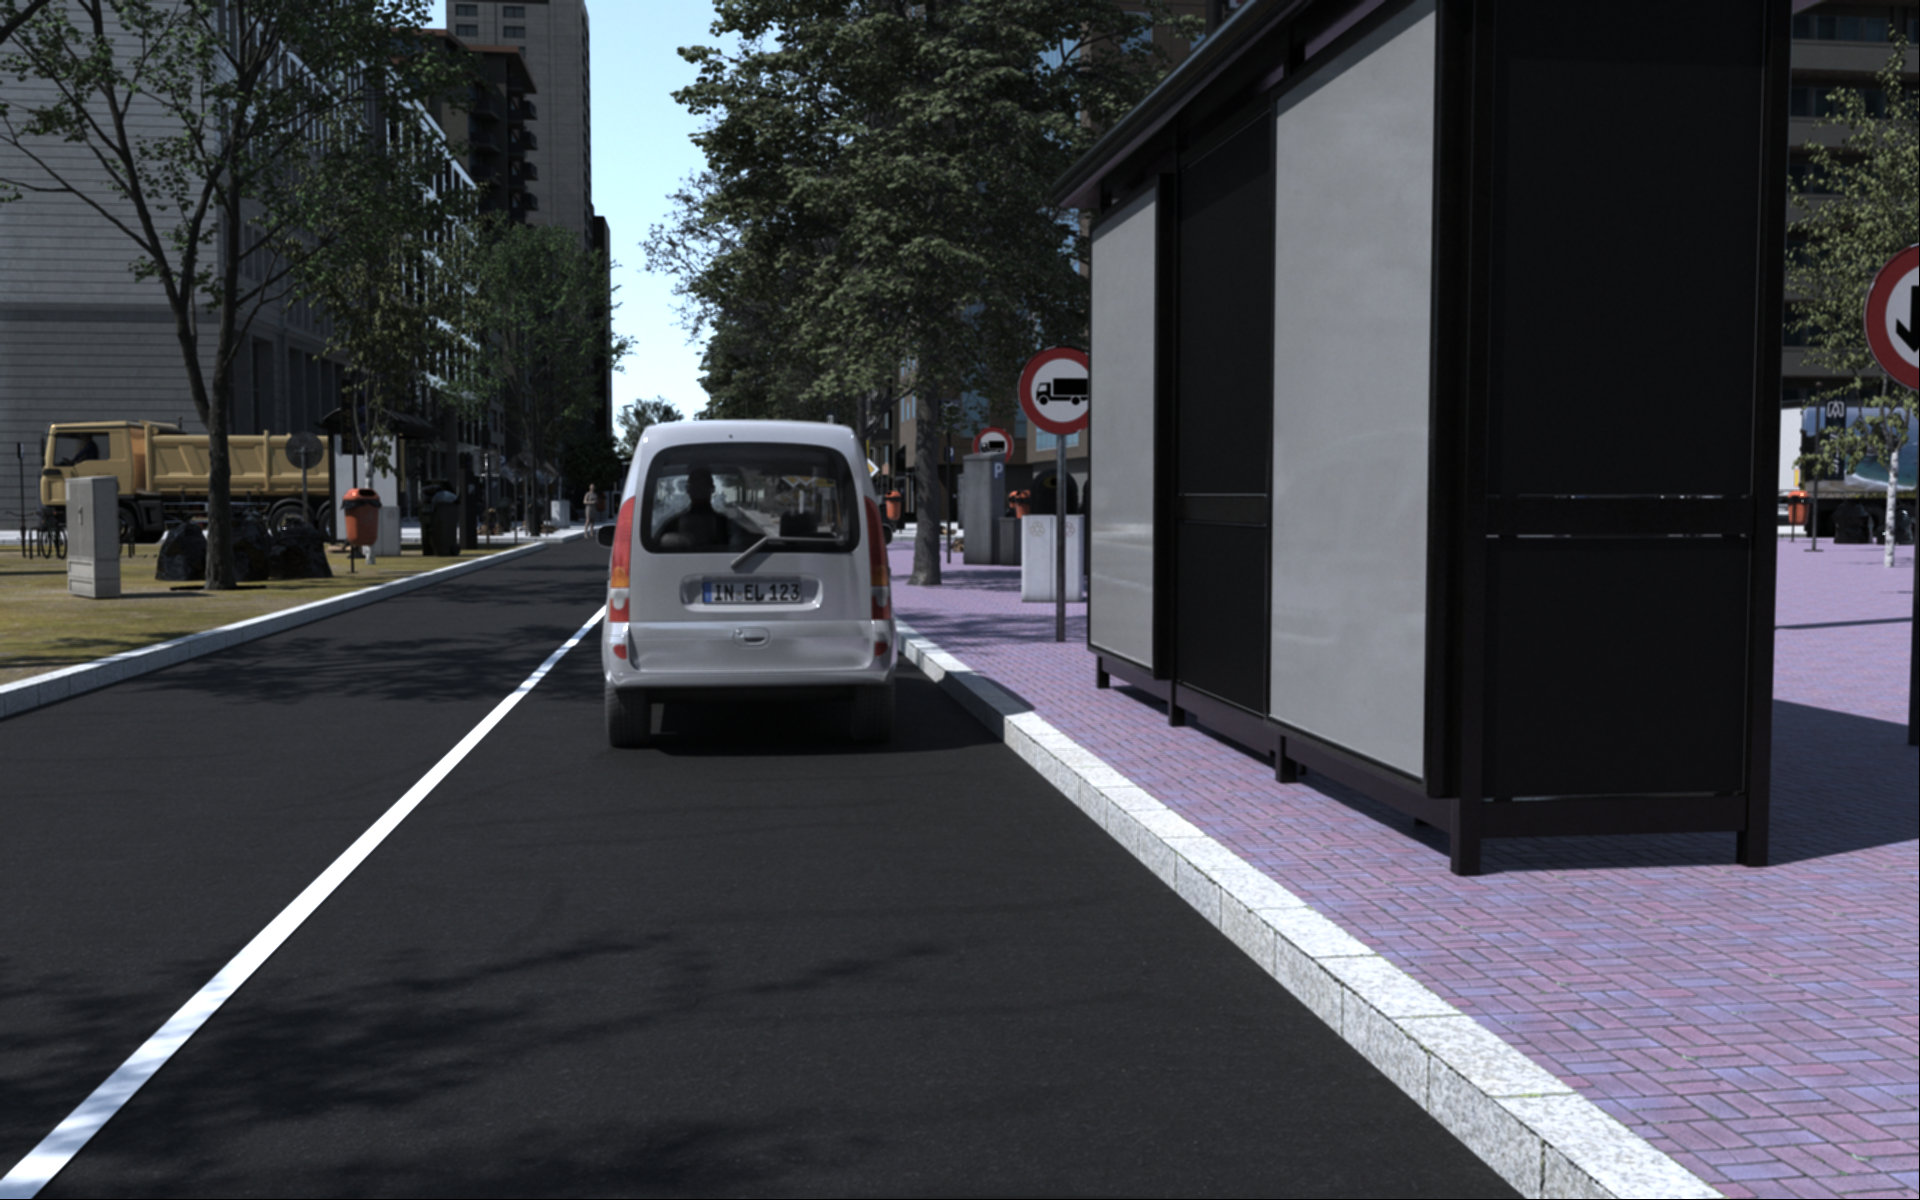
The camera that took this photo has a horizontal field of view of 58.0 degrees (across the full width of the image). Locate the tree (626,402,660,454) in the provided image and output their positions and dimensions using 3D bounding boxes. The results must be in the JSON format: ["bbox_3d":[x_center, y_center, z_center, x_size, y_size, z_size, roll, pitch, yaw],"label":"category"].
[{"bbox_3d":[-24.827,-11.465,137.807,4.360,8.622,3.978,0,3,0],"label":"tree"}]

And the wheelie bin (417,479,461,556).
[{"bbox_3d":[-10.793,-1.712,35.907,0.980,1.594,0.693,2,4,28],"label":"wheelie bin"}]

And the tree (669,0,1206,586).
[{"bbox_3d":[-0.385,-6.503,24.451,7.486,12.596,7.792,0,3,0],"label":"tree"}]

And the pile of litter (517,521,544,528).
[{"bbox_3d":[-16.426,-3.249,67.083,1.719,0.858,1.176,-3,5,-40],"label":"pile of litter"}]

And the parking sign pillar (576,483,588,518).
[{"bbox_3d":[-19.717,-6.324,91.868,1.447,3.967,1.447,1,4,19],"label":"parking sign pillar"}]

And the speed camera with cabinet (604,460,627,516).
[{"bbox_3d":[-19.762,-6.491,100.456,0.660,3.252,2.038,2,4,28],"label":"speed camera with cabinet"}]

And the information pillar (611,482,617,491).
[{"bbox_3d":[-21.046,-6.157,105.166,0.304,2.012,0.304,1,4,15],"label":"information pillar"}]

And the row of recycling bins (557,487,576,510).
[{"bbox_3d":[-24.105,-6.136,107.439,1.069,1.692,3.534,-2,4,-30],"label":"row of recycling bins"}]

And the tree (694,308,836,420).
[{"bbox_3d":[-12.216,-12.373,108.955,9.857,13.997,8.962,0,3,0],"label":"tree"}]

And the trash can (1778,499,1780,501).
[{"bbox_3d":[22.298,-2.223,47.999,0.748,1.137,0.748,0,3,0],"label":"trash can"}]

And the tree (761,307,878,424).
[{"bbox_3d":[-5.034,-6.713,60.125,4.360,8.622,3.978,0,3,0],"label":"tree"}]

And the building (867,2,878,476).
[{"bbox_3d":[-0.907,-45.538,182.796,20.563,71.187,20.611,0,4,-8],"label":"building"}]

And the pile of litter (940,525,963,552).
[{"bbox_3d":[0.311,-1.519,38.805,1.719,0.858,1.176,-3,4,-37],"label":"pile of litter"}]

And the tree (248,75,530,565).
[{"bbox_3d":[-10.514,-4.955,31.371,4.737,8.622,4.395,0,3,0],"label":"tree"}]

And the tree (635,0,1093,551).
[{"bbox_3d":[-2.124,-7.872,39.085,12.009,13.543,11.850,0,3,0],"label":"tree"}]

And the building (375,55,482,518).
[{"bbox_3d":[-41.542,-18.420,105.682,19.350,26.468,34.151,0,4,-8],"label":"building"}]

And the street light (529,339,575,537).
[{"bbox_3d":[-12.239,-4.859,51.991,1.470,5.913,1.316,0,4,-8],"label":"street light"}]

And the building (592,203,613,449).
[{"bbox_3d":[-61.629,-37.881,269.472,14.600,45.320,14.200,0,4,-8],"label":"building"}]

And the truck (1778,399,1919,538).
[{"bbox_3d":[30.257,-3.921,53.017,11.283,4.237,2.839,0,4,-7],"label":"truck"}]

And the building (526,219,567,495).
[{"bbox_3d":[-65.500,-32.778,227.794,32.217,40.220,23.993,0,4,-8],"label":"building"}]

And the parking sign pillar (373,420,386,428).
[{"bbox_3d":[-18.643,-4.042,54.554,1.447,3.967,1.447,0,4,4],"label":"parking sign pillar"}]

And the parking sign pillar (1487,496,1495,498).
[{"bbox_3d":[36.090,-7.946,118.384,1.447,3.967,1.447,-1,4,-8],"label":"parking sign pillar"}]

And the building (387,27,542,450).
[{"bbox_3d":[-52.314,-31.276,165.979,22.147,44.769,28.867,0,4,-8],"label":"building"}]

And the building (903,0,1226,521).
[{"bbox_3d":[4.443,-26.860,89.272,14.600,45.320,14.200,0,4,-8],"label":"building"}]

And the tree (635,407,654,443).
[{"bbox_3d":[-27.244,-11.921,145.268,4.737,8.622,4.395,0,3,0],"label":"tree"}]

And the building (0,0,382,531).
[{"bbox_3d":[-33.490,-18.164,74.470,11.434,29.767,29.804,0,4,-8],"label":"building"}]

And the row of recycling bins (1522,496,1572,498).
[{"bbox_3d":[27.078,-4.426,79.482,3.534,1.692,1.069,-2,4,-26],"label":"row of recycling bins"}]

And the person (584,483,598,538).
[{"bbox_3d":[-12.003,-2.909,56.401,0.374,1.781,0.599,3,5,44],"label":"person"}]

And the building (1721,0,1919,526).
[{"bbox_3d":[39.872,-27.872,79.409,21.600,48.544,21.300,0,4,-8],"label":"building"}]

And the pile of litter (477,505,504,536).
[{"bbox_3d":[-14.825,-2.438,53.825,1.176,0.858,1.719,-2,4,-28],"label":"pile of litter"}]

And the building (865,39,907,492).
[{"bbox_3d":[2.574,-30.858,159.155,22.147,44.769,28.867,0,4,-8],"label":"building"}]

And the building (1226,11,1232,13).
[{"bbox_3d":[10.964,-25.807,72.049,14.200,45.320,14.600,0,4,-8],"label":"building"}]

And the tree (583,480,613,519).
[{"bbox_3d":[-18.407,-5.690,87.635,1.663,3.219,1.824,0,3,0],"label":"tree"}]

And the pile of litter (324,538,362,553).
[{"bbox_3d":[-13.234,-1.457,37.784,1.176,0.858,1.719,-3,5,-41],"label":"pile of litter"}]

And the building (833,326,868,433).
[{"bbox_3d":[-10.238,-28.102,231.175,14.160,30.474,14.107,0,4,-8],"label":"building"}]

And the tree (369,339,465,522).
[{"bbox_3d":[-24.813,-7.840,78.549,4.360,8.622,3.978,0,3,0],"label":"tree"}]

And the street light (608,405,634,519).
[{"bbox_3d":[-17.672,-7.197,90.219,1.470,5.913,1.316,0,4,-8],"label":"street light"}]

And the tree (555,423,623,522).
[{"bbox_3d":[-16.973,-5.864,79.592,4.285,4.588,4.351,0,3,0],"label":"tree"}]

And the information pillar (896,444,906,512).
[{"bbox_3d":[-2.773,-5.510,81.441,0.504,3.616,0.183,-1,4,-22],"label":"information pillar"}]

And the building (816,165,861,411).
[{"bbox_3d":[-9.607,-38.271,249.431,21.300,48.544,21.600,0,4,-8],"label":"building"}]

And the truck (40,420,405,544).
[{"bbox_3d":[-20.263,-3.114,46.843,9.791,3.379,3.469,0,4,-8],"label":"truck"}]

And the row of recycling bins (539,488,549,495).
[{"bbox_3d":[-28.700,-6.892,119.794,1.069,1.692,3.534,-1,4,-10],"label":"row of recycling bins"}]

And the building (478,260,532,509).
[{"bbox_3d":[-49.796,-17.914,137.933,27.650,21.520,28.899,0,4,-8],"label":"building"}]

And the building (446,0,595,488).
[{"bbox_3d":[-61.596,-49.661,250.216,20.563,71.187,20.611,0,4,-8],"label":"building"}]

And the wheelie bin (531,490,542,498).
[{"bbox_3d":[-27.792,-6.472,113.732,0.980,1.594,0.693,3,4,36],"label":"wheelie bin"}]

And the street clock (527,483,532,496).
[{"bbox_3d":[-26.621,-6.276,107.176,0.471,2.002,0.358,-3,5,-44],"label":"street clock"}]

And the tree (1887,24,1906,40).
[{"bbox_3d":[12.416,-4.340,21.318,4.737,8.622,4.395,0,3,0],"label":"tree"}]

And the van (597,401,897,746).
[{"bbox_3d":[-1.386,-0.262,11.300,2.013,2.044,4.112,0,4,-8],"label":"van"}]

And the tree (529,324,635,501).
[{"bbox_3d":[-17.024,-7.484,72.732,4.737,8.622,4.395,0,3,0],"label":"tree"}]

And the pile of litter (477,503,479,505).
[{"bbox_3d":[-28.462,-5.431,102.769,1.176,0.858,1.719,0,4,-3],"label":"pile of litter"}]

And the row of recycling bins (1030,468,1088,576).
[{"bbox_3d":[2.655,-1.221,27.071,3.534,1.692,1.069,2,4,33],"label":"row of recycling bins"}]

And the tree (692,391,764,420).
[{"bbox_3d":[-34.799,-25.124,266.667,12.611,20.169,13.585,0,3,0],"label":"tree"}]

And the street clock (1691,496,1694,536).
[{"bbox_3d":[16.700,-2.135,39.474,0.471,2.002,0.358,1,4,11],"label":"street clock"}]

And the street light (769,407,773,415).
[{"bbox_3d":[-10.201,-7.150,89.441,1.470,5.913,1.316,0,4,-8],"label":"street light"}]

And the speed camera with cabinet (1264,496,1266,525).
[{"bbox_3d":[7.970,-3.071,44.554,2.038,3.252,0.660,-3,4,-38],"label":"speed camera with cabinet"}]

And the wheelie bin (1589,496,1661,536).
[{"bbox_3d":[8.235,-0.833,21.536,0.693,1.594,0.980,-2,4,-25],"label":"wheelie bin"}]

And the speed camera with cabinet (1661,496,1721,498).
[{"bbox_3d":[26.592,-4.201,63.014,0.660,3.252,2.038,-3,4,-37],"label":"speed camera with cabinet"}]

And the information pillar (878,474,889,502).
[{"bbox_3d":[-2.856,-3.670,64.490,0.304,2.012,0.304,-2,4,-25],"label":"information pillar"}]

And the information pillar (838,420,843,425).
[{"bbox_3d":[-3.582,-3.792,53.357,0.504,3.616,0.183,0,4,1],"label":"information pillar"}]

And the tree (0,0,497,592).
[{"bbox_3d":[-9.991,-5.932,22.750,9.928,11.665,9.643,0,3,0],"label":"tree"}]
